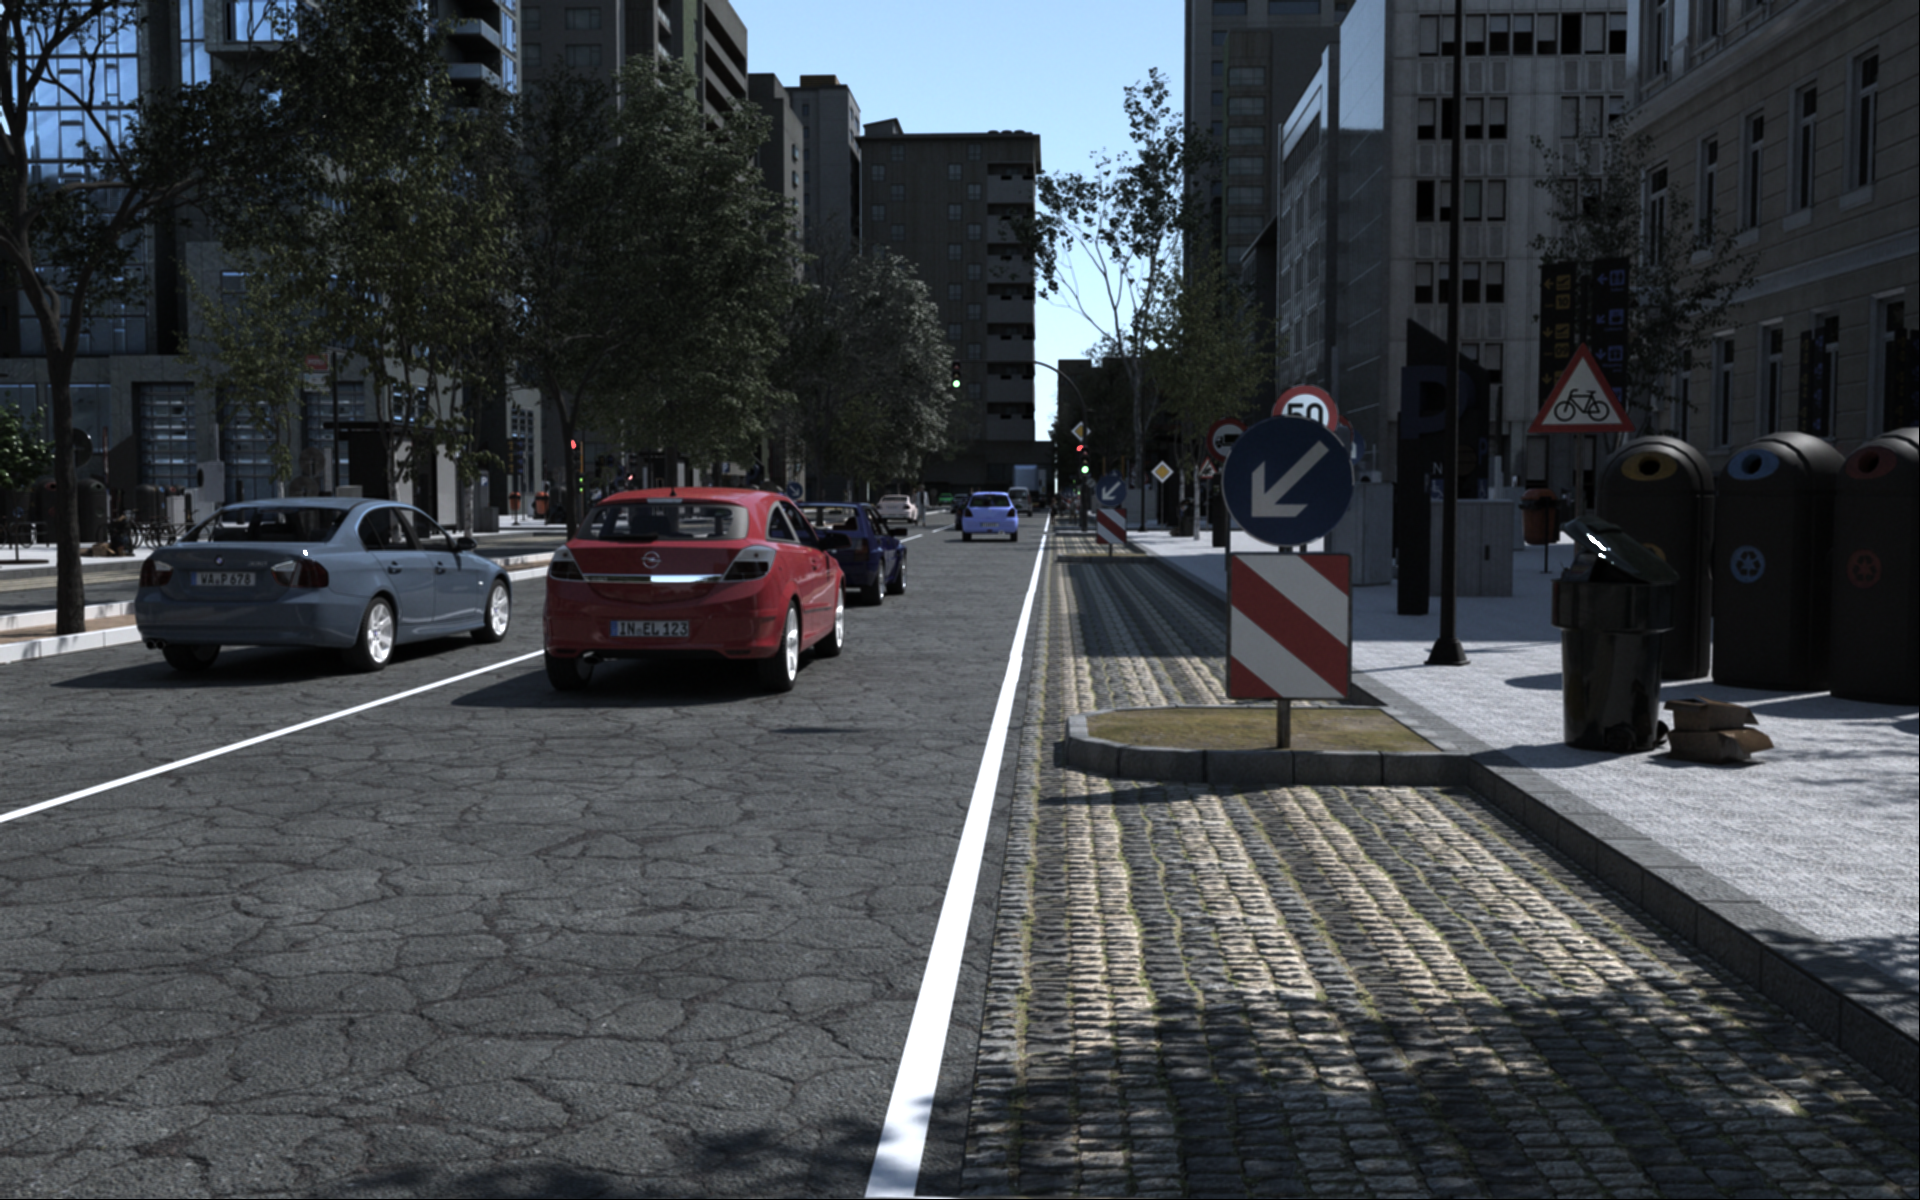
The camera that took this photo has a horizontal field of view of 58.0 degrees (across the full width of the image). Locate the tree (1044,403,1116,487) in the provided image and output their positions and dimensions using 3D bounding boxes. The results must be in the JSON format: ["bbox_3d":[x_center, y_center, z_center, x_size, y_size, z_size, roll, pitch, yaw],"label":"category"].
[{"bbox_3d":[15.518,-19.088,218.739,9.857,13.997,8.962,0,3,0],"label":"tree"}]

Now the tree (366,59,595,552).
[{"bbox_3d":[-8.367,-4.690,29.504,4.360,8.622,3.978,0,3,0],"label":"tree"}]

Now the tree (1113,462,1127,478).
[{"bbox_3d":[9.536,-6.716,104.400,1.663,3.219,1.824,0,3,0],"label":"tree"}]

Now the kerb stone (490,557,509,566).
[{"bbox_3d":[-9.160,-0.728,34.143,0.120,0.150,1.000,0,4,3],"label":"kerb stone"}]

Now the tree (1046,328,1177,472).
[{"bbox_3d":[10.977,-13.304,127.884,12.009,13.543,11.850,0,3,0],"label":"tree"}]

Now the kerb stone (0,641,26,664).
[{"bbox_3d":[-8.125,0.463,14.621,0.120,0.150,1.000,0,4,3],"label":"kerb stone"}]

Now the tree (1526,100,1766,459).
[{"bbox_3d":[12.504,-5.036,32.698,4.360,8.622,3.978,0,3,0],"label":"tree"}]

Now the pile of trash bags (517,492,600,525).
[{"bbox_3d":[-16.737,-3.896,73.455,1.912,1.369,3.447,2,4,28],"label":"pile of trash bags"}]

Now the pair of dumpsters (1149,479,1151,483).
[{"bbox_3d":[11.691,-6.184,103.602,1.574,2.255,4.437,0,4,3],"label":"pair of dumpsters"}]

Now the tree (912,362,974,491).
[{"bbox_3d":[-2.751,-12.283,129.042,9.928,11.665,9.643,0,3,0],"label":"tree"}]

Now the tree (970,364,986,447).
[{"bbox_3d":[-3.306,-12.476,116.807,12.009,13.543,11.850,0,3,0],"label":"tree"}]

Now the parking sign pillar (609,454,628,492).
[{"bbox_3d":[-22.908,-7.808,116.129,1.447,3.967,1.447,3,4,37],"label":"parking sign pillar"}]

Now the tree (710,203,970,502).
[{"bbox_3d":[-5.925,-9.792,72.932,12.009,13.543,11.850,0,3,0],"label":"tree"}]

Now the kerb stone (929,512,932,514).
[{"bbox_3d":[-2.238,-6.143,122.673,0.120,0.150,1.000,0,4,3],"label":"kerb stone"}]

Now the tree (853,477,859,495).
[{"bbox_3d":[-10.293,-10.979,174.109,1.663,3.219,1.824,0,3,0],"label":"tree"}]

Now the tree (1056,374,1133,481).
[{"bbox_3d":[12.076,-13.639,148.754,9.928,11.665,9.643,0,3,0],"label":"tree"}]

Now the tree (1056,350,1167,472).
[{"bbox_3d":[9.859,-10.855,111.896,7.601,10.594,8.767,-1,4,-9],"label":"tree"}]

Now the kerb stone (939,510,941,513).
[{"bbox_3d":[-1.740,-6.707,131.891,0.120,0.150,1.000,0,4,3],"label":"kerb stone"}]

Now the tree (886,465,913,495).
[{"bbox_3d":[-9.530,-13.866,161.125,7.601,10.594,8.767,-2,4,-27],"label":"tree"}]

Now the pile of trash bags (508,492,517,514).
[{"bbox_3d":[-21.361,-4.796,88.174,3.447,1.369,1.912,1,4,12],"label":"pile of trash bags"}]

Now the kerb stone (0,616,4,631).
[{"bbox_3d":[-10.051,0.269,17.798,0.120,0.150,1.000,0,4,3],"label":"kerb stone"}]

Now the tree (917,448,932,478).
[{"bbox_3d":[-7.522,-17.307,217.375,8.767,10.594,7.601,-2,4,-25],"label":"tree"}]

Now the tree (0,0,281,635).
[{"bbox_3d":[-8.990,-4.939,17.625,8.767,10.594,7.601,0,4,3],"label":"tree"}]

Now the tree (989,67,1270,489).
[{"bbox_3d":[7.692,-13.695,79.803,12.611,20.169,13.585,0,3,0],"label":"tree"}]

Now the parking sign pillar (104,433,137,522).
[{"bbox_3d":[-36.725,-5.339,75.769,1.447,3.967,1.447,2,4,32],"label":"parking sign pillar"}]

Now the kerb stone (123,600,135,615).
[{"bbox_3d":[-9.889,0.081,20.866,0.120,0.150,1.000,0,4,3],"label":"kerb stone"}]

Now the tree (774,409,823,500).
[{"bbox_3d":[-12.112,-10.968,129.694,4.360,8.622,3.978,0,3,0],"label":"tree"}]

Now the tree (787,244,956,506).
[{"bbox_3d":[-5.027,-10.998,88.936,9.857,13.997,8.962,0,3,0],"label":"tree"}]

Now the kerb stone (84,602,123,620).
[{"bbox_3d":[-9.946,0.144,19.846,0.120,0.150,1.000,0,4,3],"label":"kerb stone"}]

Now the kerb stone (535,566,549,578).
[{"bbox_3d":[-7.295,-0.470,29.956,0.120,0.150,1.000,0,4,3],"label":"kerb stone"}]

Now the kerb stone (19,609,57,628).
[{"bbox_3d":[-10.003,0.207,18.819,0.120,0.150,1.000,0,4,3],"label":"kerb stone"}]

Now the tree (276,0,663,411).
[{"bbox_3d":[-7.872,-6.032,35.496,8.767,10.594,7.601,0,4,3],"label":"tree"}]

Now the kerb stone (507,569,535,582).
[{"bbox_3d":[-7.348,-0.405,28.931,0.120,0.150,1.000,0,4,3],"label":"kerb stone"}]

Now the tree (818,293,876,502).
[{"bbox_3d":[-7.267,-7.079,52.612,8.767,10.594,7.601,0,4,3],"label":"tree"}]

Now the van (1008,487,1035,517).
[{"bbox_3d":[3.788,-6.365,111.080,2.013,2.044,4.112,0,4,4],"label":"van"}]

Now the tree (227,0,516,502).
[{"bbox_3d":[-7.900,-4.347,23.892,4.737,8.622,4.395,0,3,0],"label":"tree"}]

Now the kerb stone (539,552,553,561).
[{"bbox_3d":[-8.995,-0.919,37.214,0.120,0.150,1.000,0,4,3],"label":"kerb stone"}]

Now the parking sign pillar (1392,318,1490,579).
[{"bbox_3d":[7.293,-2.306,26.175,1.447,3.967,1.447,3,5,41],"label":"parking sign pillar"}]

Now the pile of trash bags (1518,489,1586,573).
[{"bbox_3d":[10.855,-1.152,28.593,3.447,1.369,1.912,-1,4,-11],"label":"pile of trash bags"}]

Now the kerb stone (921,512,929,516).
[{"bbox_3d":[-2.411,-5.952,119.607,0.120,0.150,1.000,0,4,3],"label":"kerb stone"}]

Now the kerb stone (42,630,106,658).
[{"bbox_3d":[-8.067,0.401,15.641,0.120,0.150,1.000,0,4,3],"label":"kerb stone"}]

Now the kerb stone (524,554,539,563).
[{"bbox_3d":[-9.052,-0.856,36.186,0.120,0.150,1.000,0,4,3],"label":"kerb stone"}]

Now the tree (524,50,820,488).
[{"bbox_3d":[-7.555,-7.605,44.927,7.486,12.596,7.792,0,3,0],"label":"tree"}]

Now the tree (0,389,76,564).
[{"bbox_3d":[-17.576,-2.287,32.000,1.663,3.219,1.824,0,3,0],"label":"tree"}]

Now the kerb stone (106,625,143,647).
[{"bbox_3d":[-8.013,0.338,16.662,0.120,0.150,1.000,0,4,3],"label":"kerb stone"}]

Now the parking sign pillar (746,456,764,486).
[{"bbox_3d":[-13.161,-7.516,111.355,1.447,3.967,1.447,3,5,40],"label":"parking sign pillar"}]

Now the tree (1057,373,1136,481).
[{"bbox_3d":[12.739,-14.934,162.294,7.486,12.596,7.792,0,3,0],"label":"tree"}]

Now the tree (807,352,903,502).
[{"bbox_3d":[-5.205,-7.884,81.715,4.737,8.622,4.395,0,3,0],"label":"tree"}]

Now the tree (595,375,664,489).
[{"bbox_3d":[-14.785,-7.742,76.941,4.737,8.622,4.395,0,3,0],"label":"tree"}]

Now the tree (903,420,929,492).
[{"bbox_3d":[-3.758,-9.445,107.249,4.737,8.622,4.395,0,3,0],"label":"tree"}]

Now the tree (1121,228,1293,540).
[{"bbox_3d":[6.725,-5.970,47.975,4.737,8.622,4.395,0,3,0],"label":"tree"}]

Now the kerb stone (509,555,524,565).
[{"bbox_3d":[-9.116,-0.789,35.164,0.120,0.150,1.000,0,4,3],"label":"kerb stone"}]
